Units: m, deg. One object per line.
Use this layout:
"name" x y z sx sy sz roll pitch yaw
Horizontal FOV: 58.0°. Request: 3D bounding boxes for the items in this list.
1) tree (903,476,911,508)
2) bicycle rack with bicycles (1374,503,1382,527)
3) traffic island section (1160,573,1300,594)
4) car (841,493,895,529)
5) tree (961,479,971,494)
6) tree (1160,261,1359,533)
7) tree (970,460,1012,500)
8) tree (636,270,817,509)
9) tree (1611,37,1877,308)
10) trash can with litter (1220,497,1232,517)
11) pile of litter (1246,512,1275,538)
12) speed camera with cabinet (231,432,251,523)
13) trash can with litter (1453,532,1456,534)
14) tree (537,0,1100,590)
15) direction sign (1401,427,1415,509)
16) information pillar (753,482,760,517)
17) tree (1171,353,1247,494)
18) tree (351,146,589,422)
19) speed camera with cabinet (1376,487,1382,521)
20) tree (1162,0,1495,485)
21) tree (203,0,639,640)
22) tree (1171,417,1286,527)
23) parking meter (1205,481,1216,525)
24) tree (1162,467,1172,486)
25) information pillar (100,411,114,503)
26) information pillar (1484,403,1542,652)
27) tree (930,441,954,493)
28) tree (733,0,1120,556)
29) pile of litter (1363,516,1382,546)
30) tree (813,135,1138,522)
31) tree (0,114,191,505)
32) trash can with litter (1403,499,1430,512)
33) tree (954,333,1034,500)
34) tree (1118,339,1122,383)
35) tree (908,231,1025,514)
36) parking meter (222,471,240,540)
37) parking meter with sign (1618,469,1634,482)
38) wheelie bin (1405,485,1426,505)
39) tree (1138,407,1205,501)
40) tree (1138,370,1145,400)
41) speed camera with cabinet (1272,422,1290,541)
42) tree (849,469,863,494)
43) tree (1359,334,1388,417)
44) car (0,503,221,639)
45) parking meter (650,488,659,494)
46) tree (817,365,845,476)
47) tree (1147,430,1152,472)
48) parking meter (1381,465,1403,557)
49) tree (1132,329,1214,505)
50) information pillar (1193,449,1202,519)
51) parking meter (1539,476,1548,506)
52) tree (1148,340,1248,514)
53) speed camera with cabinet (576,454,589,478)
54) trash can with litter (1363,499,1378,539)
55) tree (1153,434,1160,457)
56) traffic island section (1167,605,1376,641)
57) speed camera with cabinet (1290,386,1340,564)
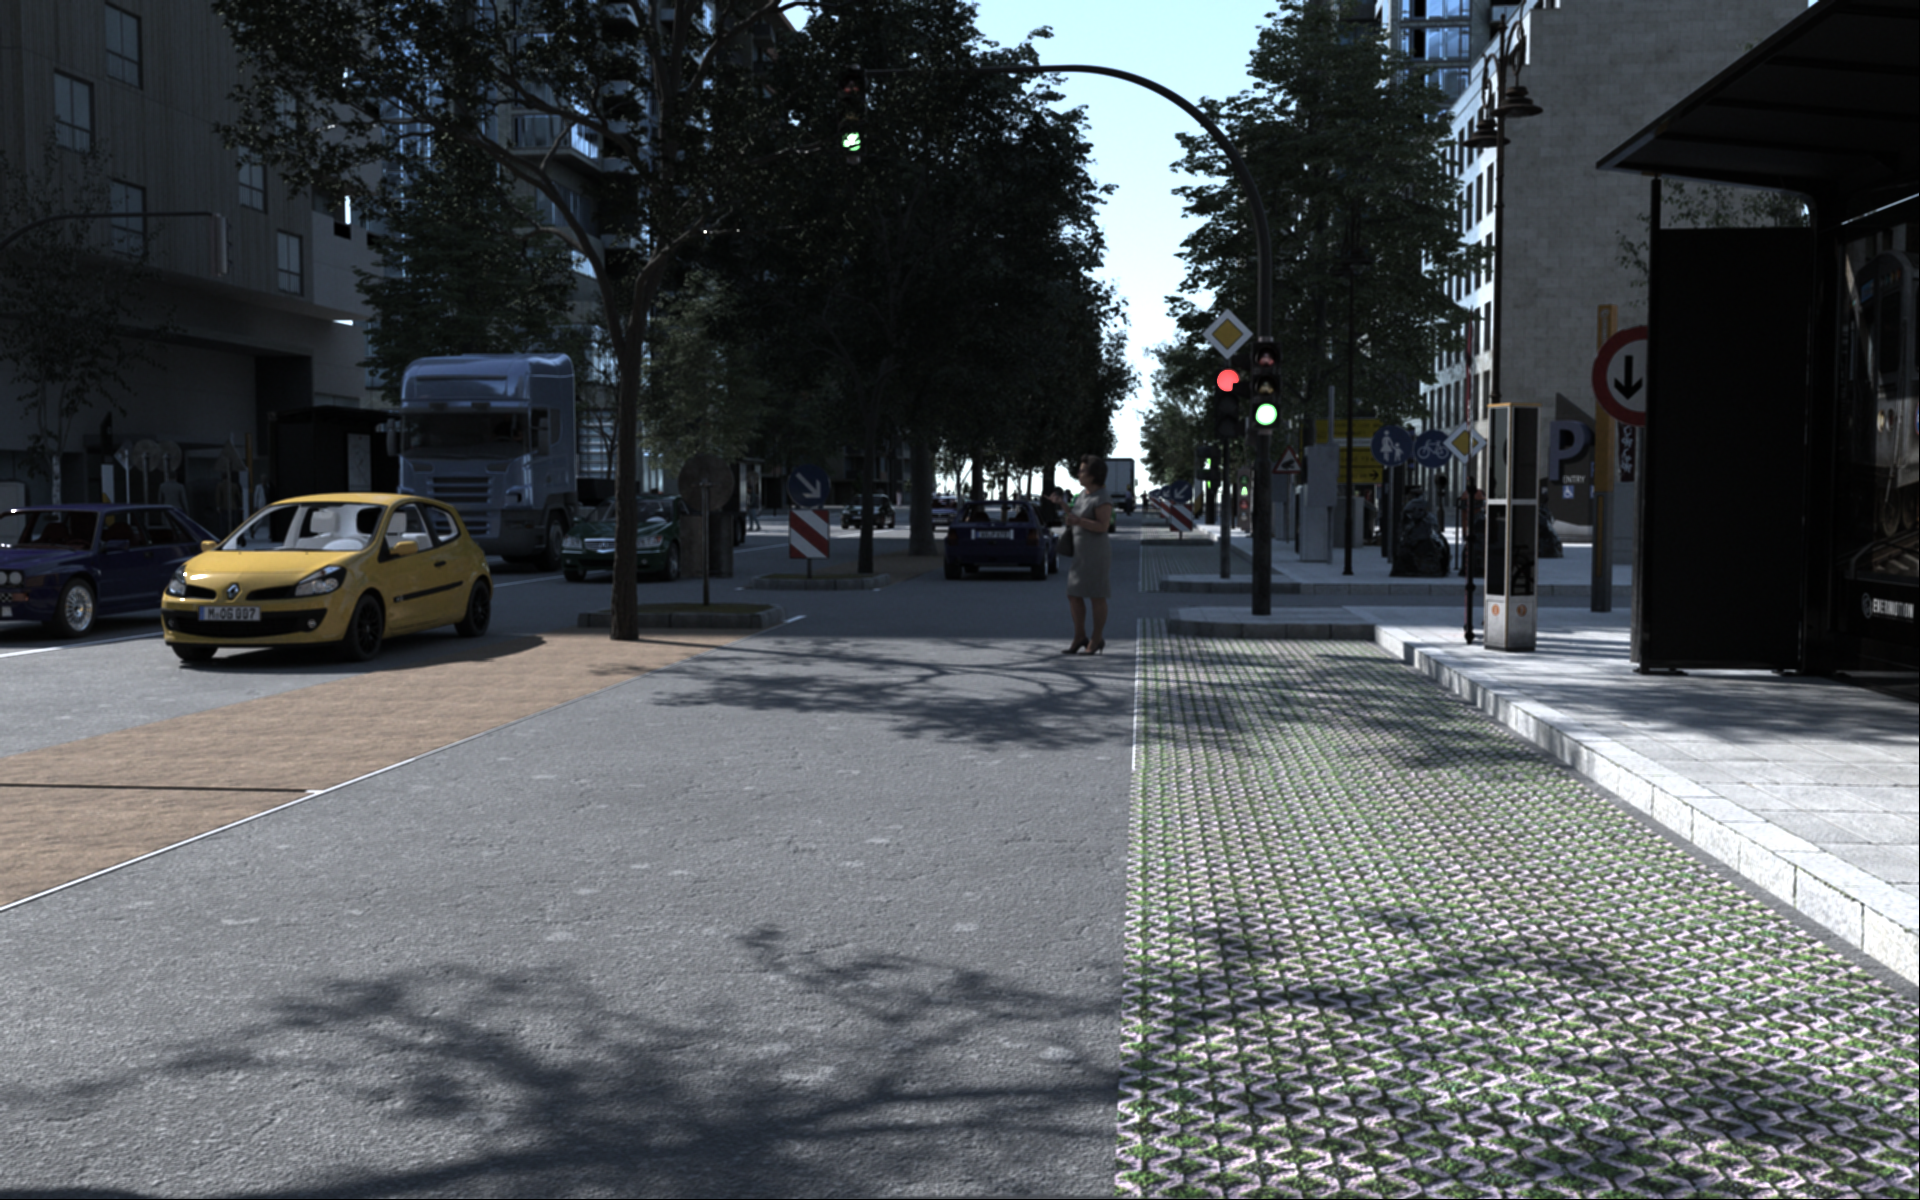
"tree" -4.728 -10.459 165.600 1.663 3.219 1.824 0 3 0
"bicycle rack with bicycles" 17.264 -3.337 67.950 2.852 0.926 2.925 0 4 7
"traffic island section" 4.059 -0.251 26.379 2.009 0.180 2.903 0 4 6
"car" -3.817 -3.808 72.041 2.009 1.686 4.222 0 4 8
"tree" 0.732 -13.807 220.351 1.663 3.219 1.824 0 3 0
"tree" 9.233 -6.305 53.451 4.360 8.622 3.978 0 3 0
"tree" 4.521 -19.489 244.396 9.928 11.665 9.643 0 3 0
"tree" -12.630 -10.316 86.796 7.486 12.596 7.792 0 3 0
"tree" 12.907 -4.727 27.651 4.360 8.622 3.978 0 3 0
"trash can with litter" 15.226 -5.346 98.801 0.624 1.170 1.055 2 4 29
"pile of litter" 9.029 -2.273 51.121 1.176 0.858 1.719 1 4 11
"speed camera with cabinet" -22.789 -3.696 54.765 0.660 3.252 2.038 -1 4 -21
"trash can with litter" 16.634 -2.685 54.959 1.678 1.210 2.233 -2 4 -26
"tree" -1.756 -5.720 30.390 8.767 10.594 7.601 0 4 6
"direction sign" 14.876 -4.034 57.954 0.876 3.537 0.379 -2 4 -31
"information pillar" -11.439 -5.671 97.211 0.304 2.012 0.304 -2 4 -26
"tree" 13.491 -8.273 85.630 4.737 8.622 4.395 0 3 0
"tree" -16.358 -8.496 57.041 7.486 12.596 7.792 0 3 0
"speed camera with cabinet" 20.274 -5.315 81.242 0.660 3.252 2.038 -1 4 -17
"tree" 8.400 -7.421 39.468 7.486 12.596 7.792 0 3 0
"tree" -3.347 -4.858 16.303 8.767 10.594 7.601 0 4 6
"tree" 11.262 -5.100 67.097 4.285 4.588 4.351 0 3 0
"parking meter" 10.531 -4.105 72.828 0.399 1.863 0.255 -3 5 -43
"tree" 24.029 -12.265 184.245 4.285 4.588 4.351 0 3 0
"information pillar" -23.985 -3.510 48.749 0.183 3.616 0.504 0 4 2
"information pillar" 4.508 -0.590 14.146 0.304 2.012 0.304 -1 4 -20
"tree" -0.725 -15.521 204.126 4.737 8.622 4.395 0 3 0
"tree" -0.866 -7.986 39.688 9.857 13.997 8.962 0 3 0
"pile of litter" 10.423 -1.780 43.062 1.176 0.858 1.719 0 4 2
"tree" 0.546 -8.224 53.924 9.611 12.733 9.660 0 3 0
"tree" -17.978 -5.155 34.649 4.360 8.622 3.978 0 3 0
"trash can with litter" 10.806 -1.826 41.236 0.624 1.170 1.055 3 4 36
"tree" 2.309 -7.099 68.893 4.737 8.622 4.395 0 3 0
"tree" 1.525 -7.691 62.624 8.767 10.594 7.601 0 4 6
"tree" -0.022 -5.760 46.996 4.360 8.622 3.978 0 3 0
"parking meter" -18.400 -2.325 43.725 0.399 1.863 0.255 2 4 28
"parking meter with sign" 20.308 -3.434 52.401 0.543 3.016 1.738 -3 4 -36
"wheelie bin" 15.501 -3.138 59.217 0.980 1.594 0.693 -1 4 -20
"tree" 29.806 -20.647 244.236 9.857 13.997 8.962 0 3 0
"tree" 4.264 -10.147 85.373 9.611 12.733 9.660 0 3 0
"speed camera with cabinet" 9.010 -3.284 48.022 0.660 3.252 2.038 1 4 21
"tree" -7.702 -8.401 131.950 1.663 3.219 1.824 0 3 0
"tree" 17.325 -7.781 77.588 4.360 8.622 3.978 0 3 0
"car" -9.476 -0.356 18.407 1.945 1.354 3.894 0 4 5
"parking meter" -13.462 -4.152 76.303 0.372 1.533 0.369 0 3 0
"tree" -10.868 -11.864 112.107 7.486 12.596 7.792 0 3 0
"tree" 27.014 -18.256 216.609 7.486 12.596 7.792 0 3 0
"parking meter" 8.755 -1.798 35.101 0.255 1.863 0.399 -2 4 -28
"tree" 25.842 -20.844 196.690 12.611 20.169 13.585 0 3 0
"information pillar" 12.247 -5.987 89.243 0.183 3.616 0.504 -3 4 -38
"parking meter" 19.106 -3.124 56.794 0.399 1.863 0.255 0 4 1
"tree" 15.791 -11.413 112.351 9.928 11.665 9.643 0 3 0
"speed camera with cabinet" -19.250 -5.548 85.044 2.038 3.252 0.660 -3 5 -43
"trash can with litter" 11.279 -2.188 47.162 0.624 1.170 1.055 -3 5 -44
"tree" 18.797 -12.067 147.660 4.360 8.622 3.978 0 3 0
"traffic island section" 3.220 0.235 18.438 2.009 0.180 2.903 0 4 6
"speed camera with cabinet" 6.661 -2.328 32.396 0.660 3.252 2.038 0 4 6
